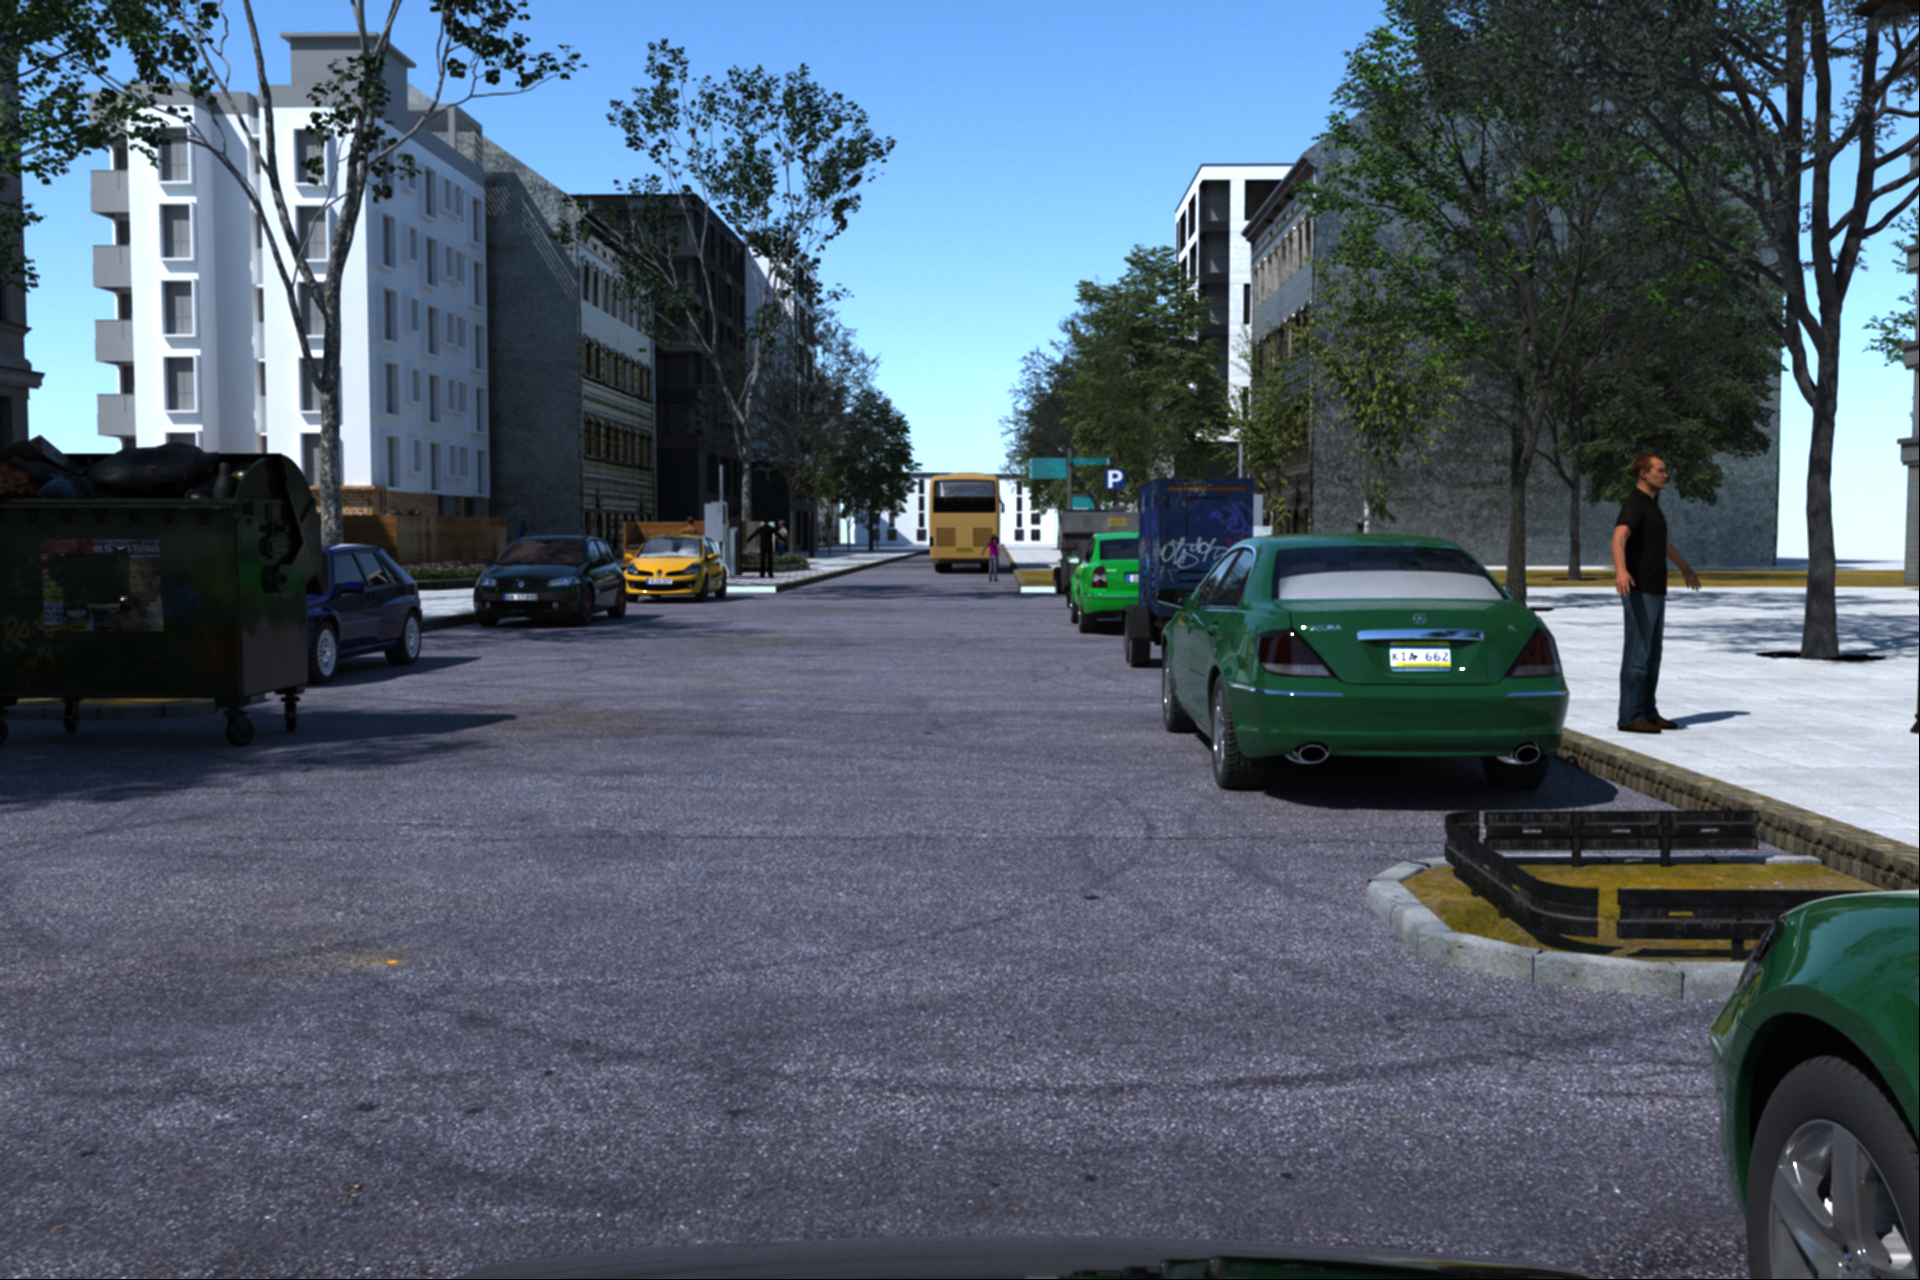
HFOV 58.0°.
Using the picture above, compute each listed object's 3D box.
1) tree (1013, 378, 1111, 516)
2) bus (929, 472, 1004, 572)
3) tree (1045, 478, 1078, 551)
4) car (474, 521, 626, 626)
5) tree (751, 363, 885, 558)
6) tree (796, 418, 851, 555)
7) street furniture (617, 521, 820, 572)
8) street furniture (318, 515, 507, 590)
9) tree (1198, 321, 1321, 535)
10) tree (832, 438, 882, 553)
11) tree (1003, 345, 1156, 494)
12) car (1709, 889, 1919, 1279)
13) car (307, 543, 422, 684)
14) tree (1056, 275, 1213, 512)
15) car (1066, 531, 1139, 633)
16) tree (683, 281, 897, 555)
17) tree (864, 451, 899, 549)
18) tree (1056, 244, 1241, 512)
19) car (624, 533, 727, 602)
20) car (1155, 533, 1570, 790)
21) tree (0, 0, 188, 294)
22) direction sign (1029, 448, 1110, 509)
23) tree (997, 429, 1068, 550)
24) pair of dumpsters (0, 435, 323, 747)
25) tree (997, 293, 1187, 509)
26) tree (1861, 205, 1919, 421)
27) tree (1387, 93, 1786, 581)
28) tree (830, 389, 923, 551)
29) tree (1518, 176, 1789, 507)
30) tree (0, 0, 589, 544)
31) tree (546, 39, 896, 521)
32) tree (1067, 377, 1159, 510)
[{"bbox_3d":[7.392,-12.424,121.260,7.486,12.596,7.792,0,3,0],"label":"tree"},{"bbox_3d":[0.303,-4.678,68.030,2.896,3.916,12.252,0,4,1],"label":"bus"},{"bbox_3d":[7.636,-10.981,129.900,4.737,8.622,4.395,0,3,0],"label":"tree"},{"bbox_3d":[-6.616,-1.126,28.198,2.009,1.686,4.222,0,4,1],"label":"car"},{"bbox_3d":[-7.929,-9.753,93.876,8.767,10.594,7.601,1,4,12],"label":"tree"},{"bbox_3d":[-8.401,-9.661,108.324,4.737,8.622,4.395,0,3,0],"label":"tree"},{"bbox_3d":[-7.949,-3.355,61.709,9.812,1.723,11.010,0,4,8],"label":"street furniture"},{"bbox_3d":[-14.306,-2.172,42.366,11.010,1.723,9.812,1,4,15],"label":"street furniture"},{"bbox_3d":[10.475,-6.646,59.023,4.737,8.622,4.395,0,3,0],"label":"tree"},{"bbox_3d":[-7.795,-10.394,120.310,4.360,8.622,3.978,0,3,0],"label":"tree"},{"bbox_3d":[7.857,-12.159,109.171,12.009,13.543,11.850,0,3,0],"label":"tree"},{"bbox_3d":[2.165,0.655,1.096,2.131,1.459,4.920,0,4,1],"label":"car"},{"bbox_3d":[-6.881,-0.316,17.747,1.945,1.354,3.894,0,4,1],"label":"car"},{"bbox_3d":[4.402,-6.091,49.958,4.360,8.622,3.978,0,3,0],"label":"tree"},{"bbox_3d":[2.631,-1.077,26.401,1.959,1.807,4.718,0,4,1],"label":"car"},{"bbox_3d":[-8.150,-10.626,84.098,12.009,13.543,11.850,0,3,0],"label":"tree"},{"bbox_3d":[-6.876,-11.993,146.449,4.737,8.622,4.395,0,3,0],"label":"tree"},{"bbox_3d":[7.384,-9.162,67.920,7.486,12.596,7.792,0,3,0],"label":"tree"},{"bbox_3d":[-6.140,-1.669,37.518,2.015,1.641,3.980,0,4,1],"label":"car"},{"bbox_3d":[2.378,0.041,11.135,2.131,1.459,4.920,0,4,1],"label":"car"},{"bbox_3d":[-12.821,-5.750,19.761,9.928,11.665,9.643,0,3,0],"label":"tree"},{"bbox_3d":[3.396,-3.960,53.514,2.525,3.948,1.411,0,4,2],"label":"direction sign"},{"bbox_3d":[8.262,-14.113,141.123,12.009,13.543,11.850,0,3,0],"label":"tree"},{"bbox_3d":[-6.881,-0.433,12.037,4.436,2.255,1.574,0,4,1],"label":"pair of dumpsters"},{"bbox_3d":[6.963,-10.819,87.265,12.009,13.543,11.850,0,3,0],"label":"tree"},{"bbox_3d":[28.300,-7.375,46.331,9.928,11.665,9.643,0,3,0],"label":"tree"},{"bbox_3d":[17.003,-8.410,47.866,12.009,13.543,11.850,0,3,0],"label":"tree"},{"bbox_3d":[-6.566,-13.272,135.131,7.486,12.596,7.792,0,3,0],"label":"tree"},{"bbox_3d":[24.316,-9.426,60.764,9.857,13.997,8.962,0,3,0],"label":"tree"},{"bbox_3d":[-12.811,-10.869,33.606,12.611,20.169,13.585,0,3,0],"label":"tree"},{"bbox_3d":[-9.214,-12.934,67.363,12.611,20.169,13.585,0,3,0],"label":"tree"},{"bbox_3d":[6.615,-7.817,78.173,4.737,8.622,4.395,0,3,0],"label":"tree"}]
